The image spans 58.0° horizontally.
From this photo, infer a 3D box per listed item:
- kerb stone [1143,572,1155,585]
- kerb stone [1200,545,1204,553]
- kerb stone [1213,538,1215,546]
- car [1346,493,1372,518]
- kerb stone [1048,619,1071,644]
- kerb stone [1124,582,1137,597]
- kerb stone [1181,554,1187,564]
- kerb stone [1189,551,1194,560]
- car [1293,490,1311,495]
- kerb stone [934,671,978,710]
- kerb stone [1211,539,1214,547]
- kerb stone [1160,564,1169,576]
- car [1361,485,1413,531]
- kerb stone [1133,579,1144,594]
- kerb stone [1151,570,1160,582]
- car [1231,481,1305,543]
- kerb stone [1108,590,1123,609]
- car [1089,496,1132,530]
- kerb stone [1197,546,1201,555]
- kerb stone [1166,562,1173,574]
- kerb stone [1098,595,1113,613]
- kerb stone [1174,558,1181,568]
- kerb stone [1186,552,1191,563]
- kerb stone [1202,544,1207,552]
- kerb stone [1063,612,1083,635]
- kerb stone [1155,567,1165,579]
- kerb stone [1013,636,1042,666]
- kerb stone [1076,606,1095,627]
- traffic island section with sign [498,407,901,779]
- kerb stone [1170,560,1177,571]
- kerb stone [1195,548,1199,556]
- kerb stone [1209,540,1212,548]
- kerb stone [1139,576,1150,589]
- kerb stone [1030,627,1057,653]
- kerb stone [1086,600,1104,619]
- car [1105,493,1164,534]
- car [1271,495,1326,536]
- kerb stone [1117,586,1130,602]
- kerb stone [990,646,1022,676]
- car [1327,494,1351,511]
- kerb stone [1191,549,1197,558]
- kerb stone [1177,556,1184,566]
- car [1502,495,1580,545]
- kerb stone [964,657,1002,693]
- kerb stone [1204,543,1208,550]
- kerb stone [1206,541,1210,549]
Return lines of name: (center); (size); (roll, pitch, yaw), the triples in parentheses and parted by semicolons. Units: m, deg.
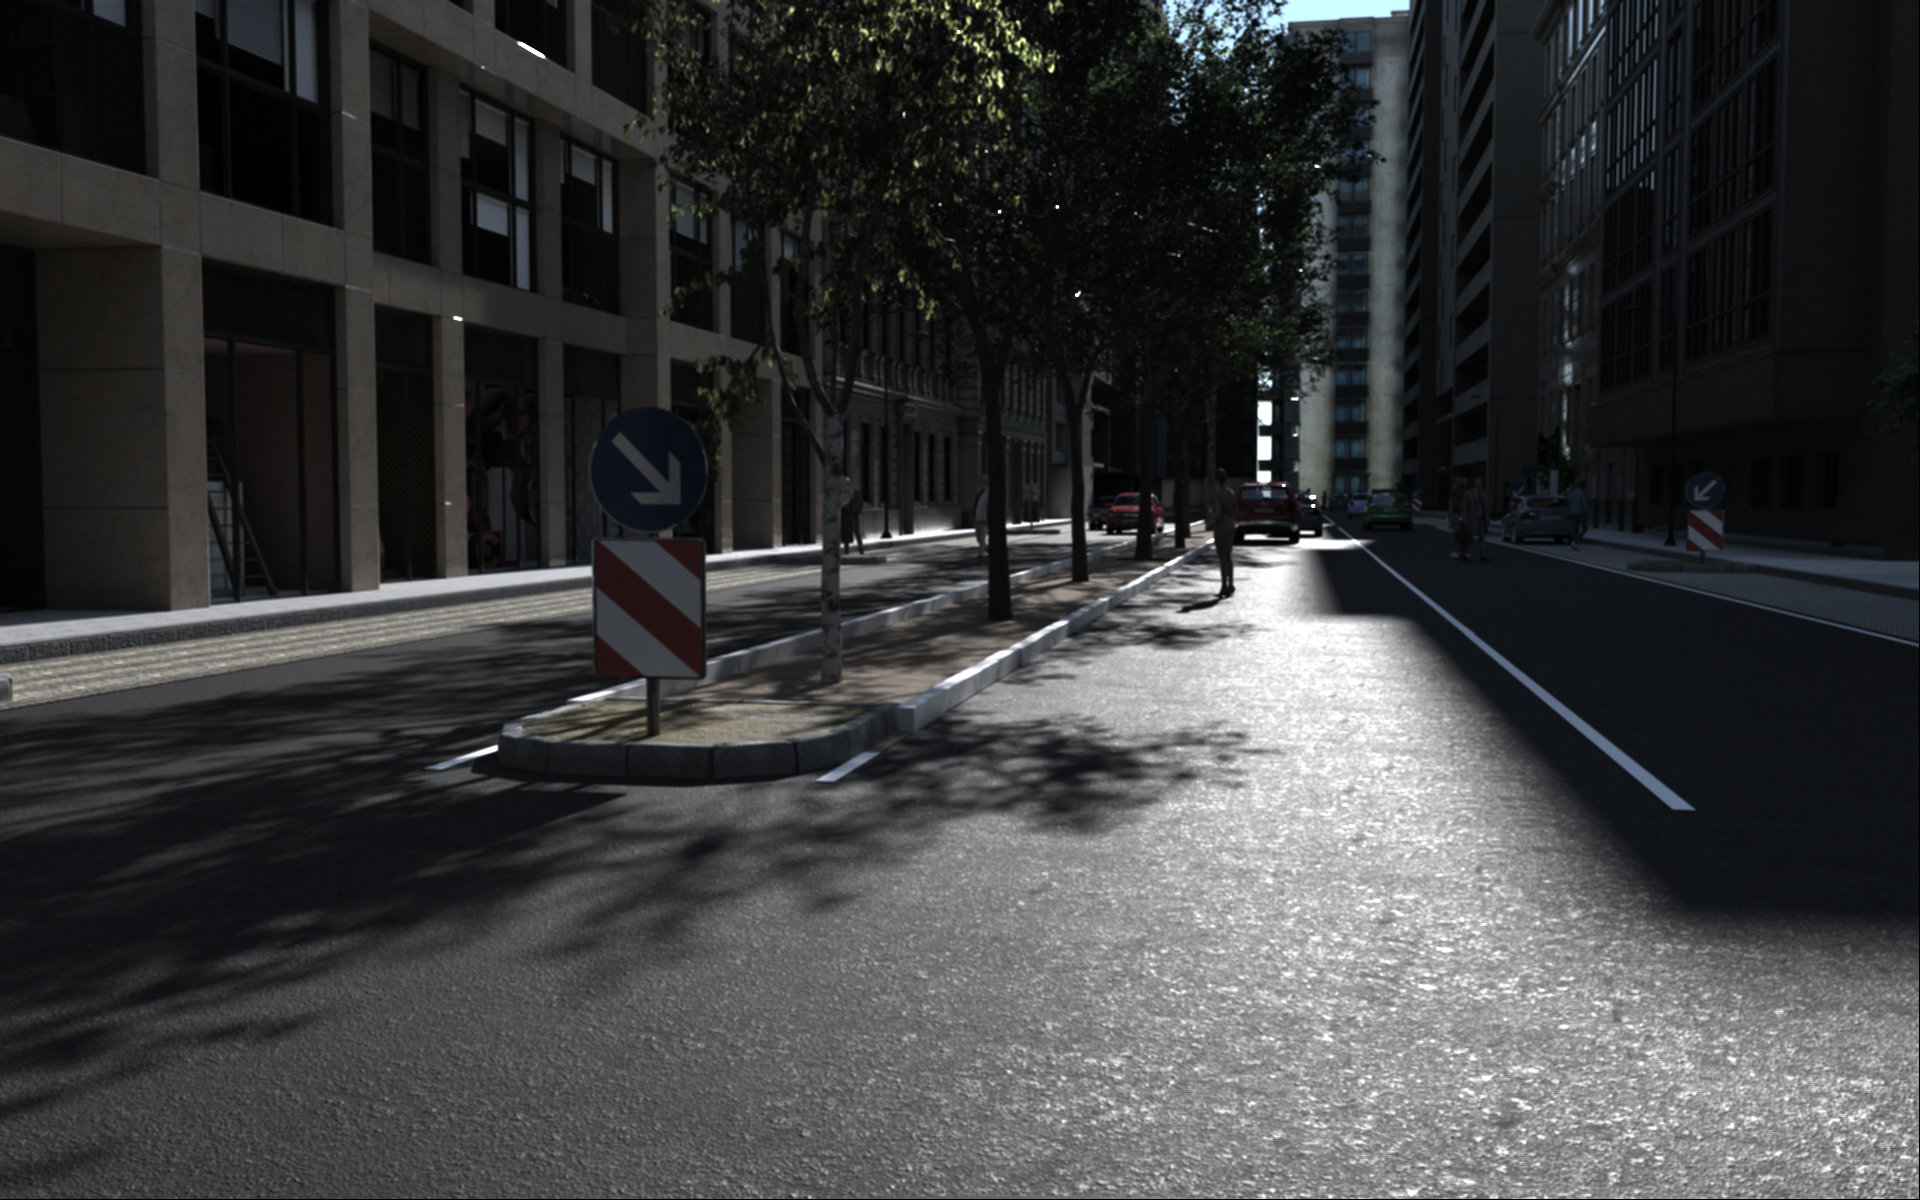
kerb stone: (2.892, -0.294, 26.999); (0.120, 0.150, 1.000); (1, 4, 11)
kerb stone: (5.641, -1.154, 41.070); (0.120, 0.150, 1.000); (1, 4, 11)
kerb stone: (6.824, -1.521, 47.122); (0.120, 0.150, 1.000); (1, 4, 11)
car: (24.062, -5.747, 103.552); (1.945, 1.707, 3.694); (1, 4, 11)
kerb stone: (0.939, 0.322, 16.930); (0.120, 0.150, 1.000); (1, 4, 11)
kerb stone: (2.307, -0.109, 23.985); (0.120, 0.150, 1.000); (1, 4, 11)
kerb stone: (4.455, -0.785, 35.031); (0.120, 0.150, 1.000); (1, 4, 11)
kerb stone: (4.860, -0.905, 37.045); (0.120, 0.150, 1.000); (1, 4, 11)
car: (29.260, -8.628, 149.740); (2.281, 1.827, 5.304); (1, 4, 9)
kerb stone: (-0.047, 0.630, 11.887); (0.120, 0.150, 1.000); (1, 4, 11)
kerb stone: (6.616, -1.462, 46.121); (0.120, 0.150, 1.000); (1, 4, 11)
kerb stone: (3.485, -0.478, 30.009); (0.120, 0.150, 1.000); (1, 4, 11)
car: (17.078, -3.699, 69.277); (1.959, 1.807, 4.718); (1, 4, 10)
kerb stone: (2.509, -0.169, 24.991); (0.120, 0.150, 1.000); (1, 4, 11)
kerb stone: (3.088, -0.355, 28.003); (0.120, 0.150, 1.000); (1, 4, 11)
car: (9.279, -2.679, 52.476); (2.281, 1.827, 5.304); (1, 4, 11)
kerb stone: (1.920, 0.014, 21.966); (0.120, 0.150, 1.000); (1, 4, 11)
car: (6.257, -3.536, 70.388); (1.945, 1.354, 3.894); (1, 4, 11)
kerb stone: (5.438, -1.093, 40.068); (0.120, 0.150, 1.000); (1, 4, 11)
kerb stone: (3.677, -0.539, 31.013); (0.120, 0.150, 1.000); (1, 4, 11)
kerb stone: (1.714, 0.075, 20.965); (0.120, 0.150, 1.000); (1, 4, 11)
kerb stone: (4.075, -0.662, 33.022); (0.120, 0.150, 1.000); (1, 4, 11)
kerb stone: (4.659, -0.846, 36.033); (0.120, 0.150, 1.000); (1, 4, 11)
kerb stone: (5.845, -1.216, 42.079); (0.120, 0.150, 1.000); (1, 4, 11)
kerb stone: (1.131, 0.263, 17.937); (0.120, 0.150, 1.000); (1, 4, 11)
kerb stone: (3.286, -0.416, 29.006); (0.120, 0.150, 1.000); (1, 4, 11)
kerb stone: (0.556, 0.446, 14.910); (0.120, 0.150, 1.000); (1, 4, 11)
kerb stone: (1.328, 0.199, 18.940); (0.120, 0.150, 1.000); (1, 4, 11)
traffic island section with sign: (-1.513, -0.097, 9.722); (2.006, 1.907, 1.989); (1, 4, 11)
kerb stone: (3.874, -0.601, 32.019); (0.120, 0.150, 1.000); (1, 4, 11)
kerb stone: (5.248, -1.028, 39.059); (0.120, 0.150, 1.000); (1, 4, 11)
kerb stone: (6.417, -1.401, 45.103); (0.120, 0.150, 1.000); (1, 4, 11)
kerb stone: (2.706, -0.228, 25.994); (0.120, 0.150, 1.000); (1, 4, 11)
kerb stone: (0.738, 0.384, 15.919); (0.120, 0.150, 1.000); (1, 4, 11)
kerb stone: (1.519, 0.137, 19.958); (0.120, 0.150, 1.000); (1, 4, 11)
car: (6.417, -3.317, 63.277); (2.155, 1.783, 4.494); (1, 4, 12)
car: (11.672, -2.936, 60.011); (2.014, 1.417, 4.499); (1, 4, 11)
kerb stone: (2.111, -0.048, 22.981); (0.120, 0.150, 1.000); (1, 4, 11)
kerb stone: (0.339, 0.507, 13.901); (0.120, 0.150, 1.000); (1, 4, 11)
car: (31.673, -8.102, 144.467); (2.014, 1.417, 4.499); (1, 4, 12)
kerb stone: (5.055, -0.967, 38.049); (0.120, 0.150, 1.000); (1, 4, 11)
kerb stone: (4.267, -0.724, 34.026); (0.120, 0.150, 1.000); (1, 4, 11)
car: (16.828, -2.340, 50.261); (2.014, 1.417, 4.499); (1, 4, 11)
kerb stone: (0.151, 0.569, 12.892); (0.120, 0.150, 1.000); (1, 4, 11)
kerb stone: (6.032, -1.278, 43.084); (0.120, 0.150, 1.000); (1, 4, 11)
kerb stone: (6.224, -1.340, 44.099); (0.120, 0.150, 1.000); (1, 4, 11)
